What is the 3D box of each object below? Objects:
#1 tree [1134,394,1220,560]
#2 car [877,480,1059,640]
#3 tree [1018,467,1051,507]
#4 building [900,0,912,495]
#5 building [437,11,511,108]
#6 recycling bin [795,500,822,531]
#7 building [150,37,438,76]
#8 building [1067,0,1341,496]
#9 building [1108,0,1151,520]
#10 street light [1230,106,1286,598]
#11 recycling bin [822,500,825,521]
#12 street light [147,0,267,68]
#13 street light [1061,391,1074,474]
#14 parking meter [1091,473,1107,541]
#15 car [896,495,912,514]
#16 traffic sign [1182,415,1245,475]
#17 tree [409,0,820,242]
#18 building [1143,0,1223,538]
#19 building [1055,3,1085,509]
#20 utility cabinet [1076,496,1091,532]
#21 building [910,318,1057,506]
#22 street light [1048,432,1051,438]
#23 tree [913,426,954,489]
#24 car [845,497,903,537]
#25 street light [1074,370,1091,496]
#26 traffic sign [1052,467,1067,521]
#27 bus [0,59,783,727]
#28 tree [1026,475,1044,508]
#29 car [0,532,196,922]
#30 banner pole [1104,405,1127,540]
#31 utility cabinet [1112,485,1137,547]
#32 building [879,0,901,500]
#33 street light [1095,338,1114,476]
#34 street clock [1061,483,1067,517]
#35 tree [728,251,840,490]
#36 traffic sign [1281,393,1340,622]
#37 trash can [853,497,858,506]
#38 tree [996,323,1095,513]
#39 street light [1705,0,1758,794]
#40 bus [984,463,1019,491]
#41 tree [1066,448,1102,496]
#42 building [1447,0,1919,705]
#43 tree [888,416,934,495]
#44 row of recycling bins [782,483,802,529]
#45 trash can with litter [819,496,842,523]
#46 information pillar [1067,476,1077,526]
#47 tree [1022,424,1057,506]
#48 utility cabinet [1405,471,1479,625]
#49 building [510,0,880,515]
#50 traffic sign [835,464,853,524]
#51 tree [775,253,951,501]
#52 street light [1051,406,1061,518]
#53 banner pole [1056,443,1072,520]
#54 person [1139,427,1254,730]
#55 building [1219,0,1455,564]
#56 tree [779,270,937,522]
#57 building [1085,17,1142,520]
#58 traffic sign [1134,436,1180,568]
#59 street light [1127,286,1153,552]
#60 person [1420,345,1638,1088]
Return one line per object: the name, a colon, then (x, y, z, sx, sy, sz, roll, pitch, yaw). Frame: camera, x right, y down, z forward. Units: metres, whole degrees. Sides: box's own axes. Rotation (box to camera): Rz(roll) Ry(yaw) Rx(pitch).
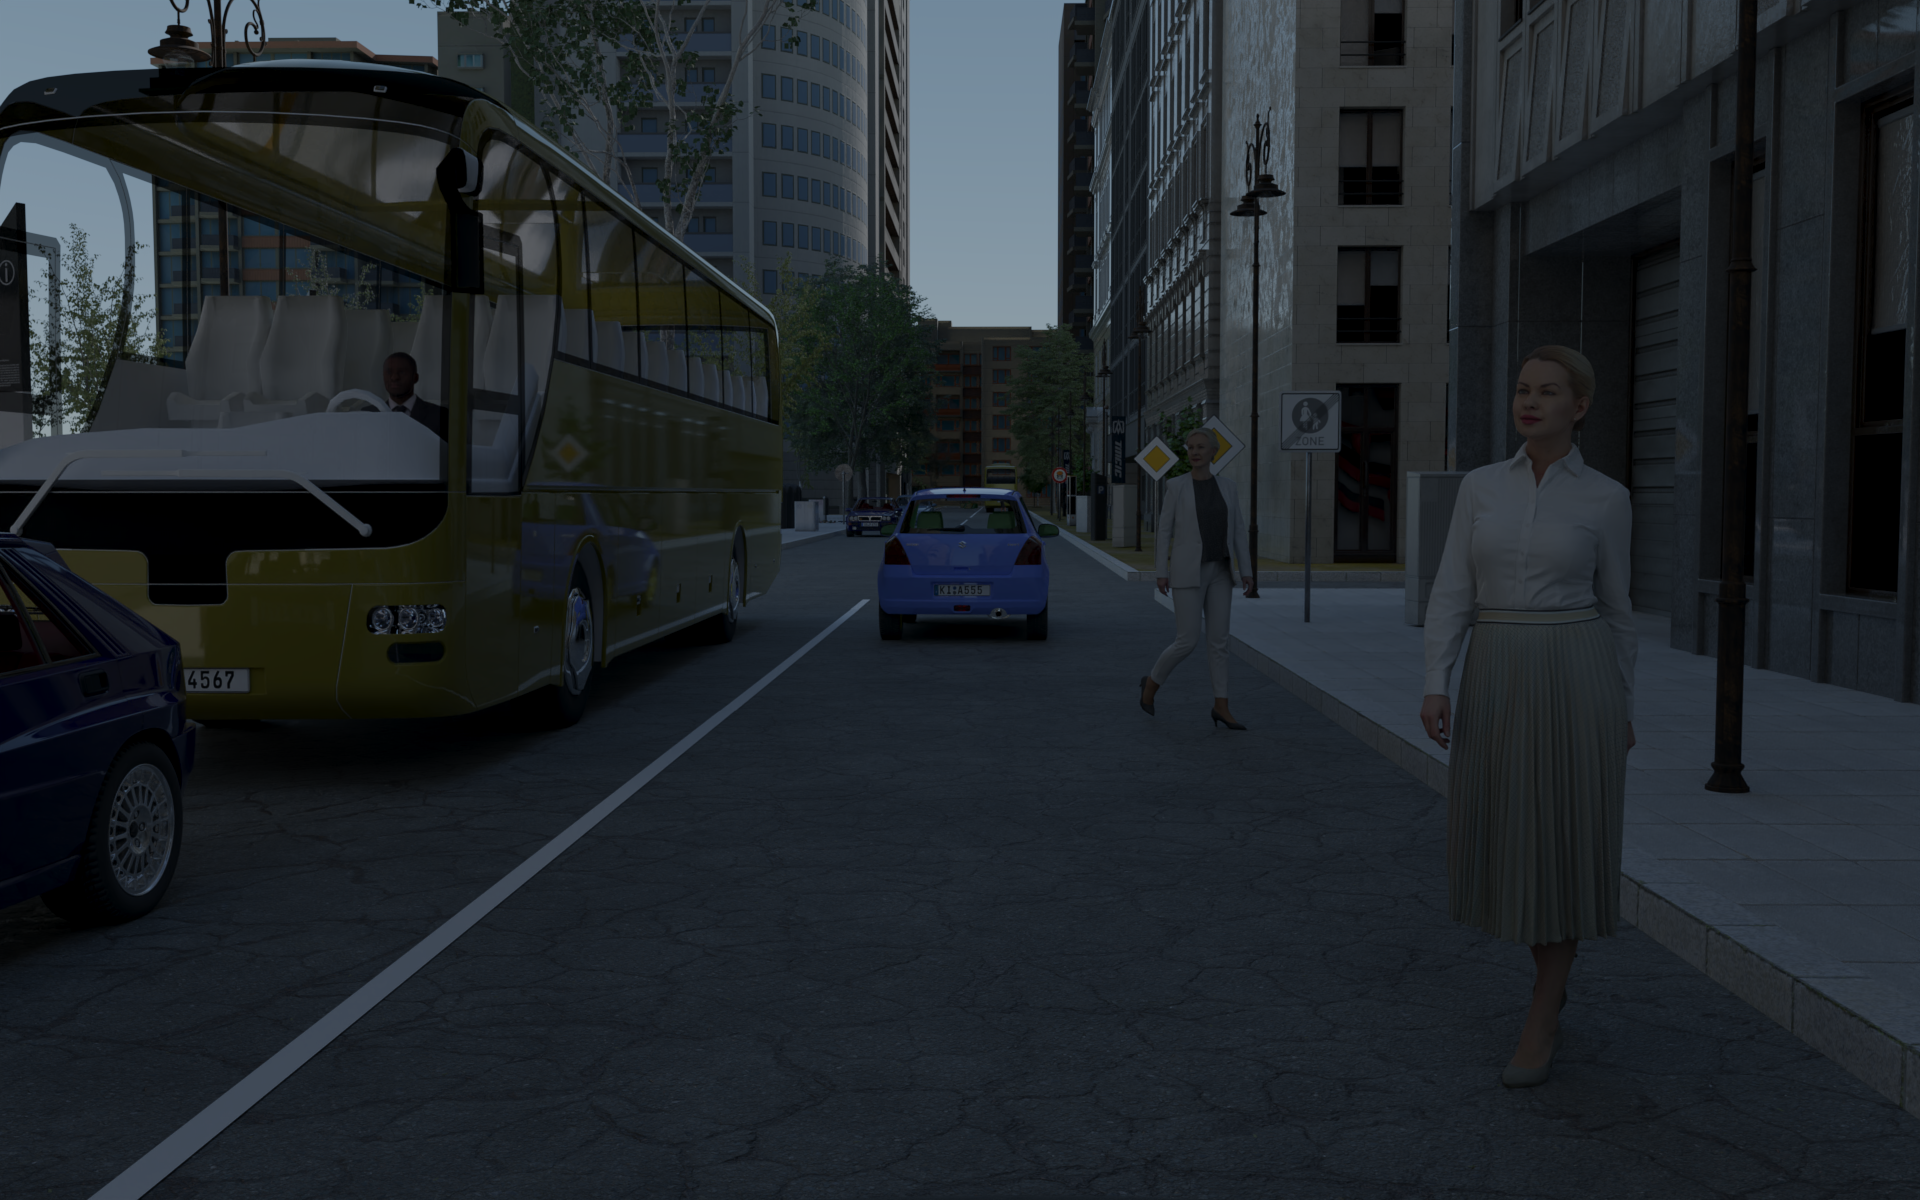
tree: (4.509, -2.393, 33.725, 1.663, 3.219, 1.824, 0, 3, 0)
car: (0.087, -0.535, 18.331, 1.945, 1.707, 3.694, 0, 4, 2)
tree: (7.510, -11.738, 175.635, 4.285, 4.588, 4.351, 0, 3, 0)
building: (-15.590, -44.664, 168.510, 20.611, 71.187, 20.563, 0, 4, 1)
building: (-36.718, -33.320, 168.486, 21.600, 48.544, 21.300, 0, 4, 1)
recycling bin: (-5.284, -2.885, 59.732, 0.722, 1.027, 0.722, 0, 4, 6)
building: (-61.943, -31.477, 169.272, 28.867, 44.769, 22.147, 0, 4, 1)
building: (19.667, -29.386, 135.081, 22.147, 44.769, 28.867, 0, 4, 1)
building: (14.017, -17.066, 72.532, 14.314, 27.812, 24.014, 0, 4, 1)
street light: (3.618, -2.962, 21.221, 0.468, 5.910, 1.993, 0, 4, 1)
recycling bin: (-6.455, -4.033, 78.494, 0.722, 1.027, 0.722, 0, 4, 1)
street light: (-6.262, -2.567, 14.755, 0.468, 5.910, 1.993, 0, 4, 1)
street light: (4.941, -6.411, 77.606, 0.468, 5.910, 1.993, 0, 4, 1)
parking meter: (3.824, -2.569, 47.713, 0.399, 1.863, 0.255, -2, 4, -28)
car: (-1.920, -3.607, 70.969, 2.014, 1.417, 4.499, 0, 4, 2)
traffic sign: (3.210, -1.121, 21.969, 0.795, 2.450, 0.064, 0, 4, 1)
tree: (-8.025, -11.214, 39.245, 12.611, 20.169, 13.585, 0, 3, 0)
building: (10.930, -12.352, 51.107, 9.793, 20.994, 18.267, 0, 4, 1)
building: (15.970, -30.981, 156.647, 14.600, 45.320, 14.200, 0, 4, 1)
utility cabinet: (4.234, -2.883, 58.303, 0.306, 1.237, 1.020, -1, 4, -17)
building: (-2.795, -22.007, 204.856, 28.899, 21.520, 27.650, 0, 4, 1)
street light: (5.540, -8.048, 104.375, 0.468, 5.910, 1.993, 0, 4, 1)
tree: (-2.636, -13.915, 177.869, 4.360, 8.622, 3.978, 0, 3, 0)
car: (-2.882, -2.842, 59.044, 1.945, 1.354, 3.894, 0, 4, 3)
street light: (4.645, -5.617, 64.625, 0.468, 5.910, 1.993, 0, 4, 1)
traffic sign: (4.710, -4.994, 81.756, 0.768, 2.556, 0.104, 0, 4, 5)
bus: (-3.455, -1.367, 13.899, 2.896, 3.916, 12.252, 0, 4, 2)
tree: (7.239, -10.178, 161.012, 1.663, 3.219, 1.824, 0, 3, 0)
car: (-3.641, 0.490, 4.569, 1.945, 1.354, 3.894, 0, 4, 2)
banner pole: (4.327, -3.597, 48.836, 0.863, 3.779, 0.401, -2, 4, -24)
utility cabinet: (4.006, -2.026, 41.805, 0.318, 1.500, 1.173, 2, 4, 25)
building: (-16.207, -31.812, 143.821, 21.300, 48.544, 21.600, 0, 4, 1)
street light: (4.281, -4.817, 51.552, 0.468, 5.910, 1.993, 0, 4, 1)
street clock: (5.934, -5.739, 98.403, 0.358, 2.002, 0.471, -1, 4, -14)
tree: (-5.802, -6.209, 51.881, 4.737, 8.622, 4.395, 0, 3, 0)
traffic sign: (3.470, -0.925, 17.250, 0.606, 2.300, 0.079, 0, 4, 3)
trash can: (-5.835, -5.234, 97.230, 0.748, 1.137, 0.748, 0, 3, 0)
tree: (6.276, -12.032, 114.842, 7.486, 12.596, 7.792, 0, 3, 0)
street light: (3.325, -2.112, 7.327, 0.468, 5.910, 1.993, 0, 4, 1)
bus: (3.294, -8.952, 137.913, 2.896, 3.916, 12.252, 0, 4, 2)
tree: (5.108, -4.806, 73.187, 1.663, 3.219, 1.824, 0, 3, 0)
building: (11.449, -11.708, 9.452, 12.078, 24.808, 19.932, 0, 4, 1)
tree: (-3.914, -11.021, 130.555, 4.737, 8.622, 4.395, 0, 3, 0)
row of recycling bins: (-6.611, -3.547, 65.103, 1.069, 1.692, 3.534, 0, 4, 7)
trash can with litter: (-6.057, -4.021, 76.803, 1.678, 1.210, 2.233, 0, 4, -4)
information pillar: (4.487, -3.977, 69.518, 0.304, 2.012, 0.304, -1, 4, -18)
tree: (8.359, -14.217, 182.810, 4.737, 8.622, 4.395, 0, 3, 0)
utility cabinet: (4.951, -0.500, 16.849, 1.173, 1.500, 0.318, -1, 4, -11)
building: (-16.983, -35.270, 118.668, 21.231, 58.520, 28.212, 0, 4, 1)
traffic sign: (-4.908, -4.465, 73.109, 0.768, 2.556, 0.104, 0, 4, 4)
tree: (-5.227, -11.235, 90.351, 9.857, 13.997, 8.962, 0, 3, 0)
street light: (5.180, -7.224, 90.893, 0.468, 5.910, 1.993, 0, 4, 1)
banner pole: (5.178, -5.859, 85.809, 0.863, 3.779, 0.401, -1, 4, -23)
person: (1.458, -0.145, 10.754, 0.514, 1.842, 0.818, -3, 4, -37)
building: (14.584, -11.098, 36.208, 16.860, 20.320, 10.420, 0, 4, 1)
tree: (-4.877, -9.395, 79.356, 9.928, 11.665, 9.643, 0, 3, 0)
building: (14.048, -18.889, 94.744, 13.634, 28.700, 20.117, 0, 4, 1)
traffic sign: (3.392, -1.609, 29.952, 0.795, 2.450, 0.064, 0, 4, 1)
street light: (3.993, -4.023, 38.570, 0.468, 5.910, 1.993, 0, 4, 1)
person: (1.475, 0.265, 4.399, 0.478, 1.798, 0.641, 3, 4, 39)
